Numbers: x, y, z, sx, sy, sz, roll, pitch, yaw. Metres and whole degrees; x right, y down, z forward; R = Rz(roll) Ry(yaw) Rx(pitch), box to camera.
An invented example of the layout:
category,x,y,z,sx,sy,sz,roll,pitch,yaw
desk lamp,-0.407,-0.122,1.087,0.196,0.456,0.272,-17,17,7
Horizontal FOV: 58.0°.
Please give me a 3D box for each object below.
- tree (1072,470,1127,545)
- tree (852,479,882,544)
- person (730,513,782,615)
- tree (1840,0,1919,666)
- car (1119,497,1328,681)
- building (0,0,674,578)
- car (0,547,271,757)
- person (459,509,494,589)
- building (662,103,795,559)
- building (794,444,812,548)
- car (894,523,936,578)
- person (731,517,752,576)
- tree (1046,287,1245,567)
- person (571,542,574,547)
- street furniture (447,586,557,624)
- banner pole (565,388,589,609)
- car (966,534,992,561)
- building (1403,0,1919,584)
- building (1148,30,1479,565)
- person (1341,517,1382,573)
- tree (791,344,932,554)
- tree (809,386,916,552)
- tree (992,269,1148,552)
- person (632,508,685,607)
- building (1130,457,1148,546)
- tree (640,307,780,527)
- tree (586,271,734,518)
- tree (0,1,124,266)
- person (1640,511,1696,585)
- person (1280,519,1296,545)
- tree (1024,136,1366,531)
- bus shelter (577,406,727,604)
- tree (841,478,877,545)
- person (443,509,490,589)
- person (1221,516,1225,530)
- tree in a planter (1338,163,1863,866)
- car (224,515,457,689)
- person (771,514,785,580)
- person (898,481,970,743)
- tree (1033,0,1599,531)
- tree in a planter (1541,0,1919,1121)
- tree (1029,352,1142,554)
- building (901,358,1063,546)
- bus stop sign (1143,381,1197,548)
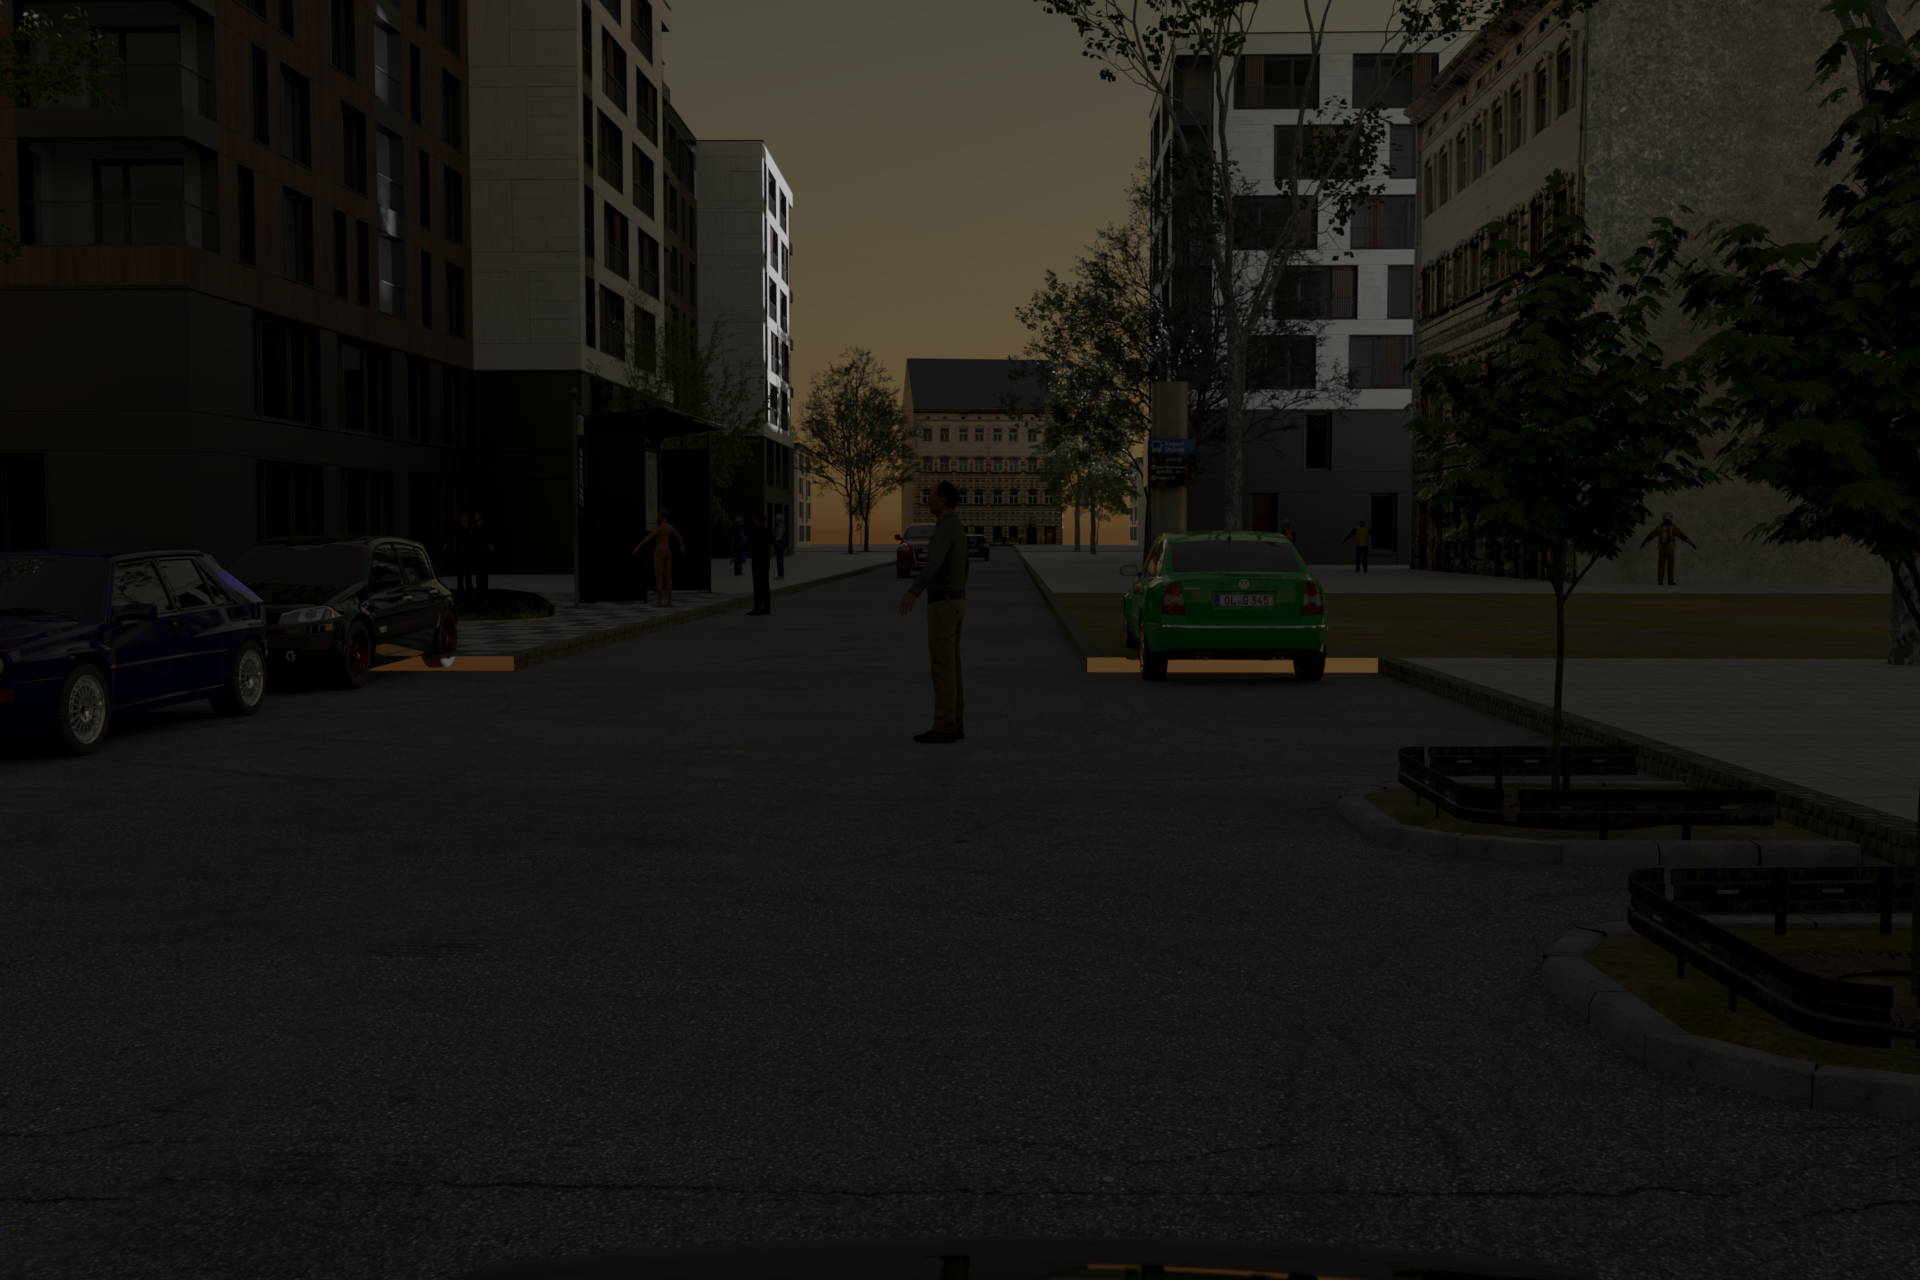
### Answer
category,x,y,z,sx,sy,sz,roll,pitch,yaw
tree,17.151,-17.005,212.441,7.601,10.594,8.767,1,4,11
tree,-11.228,-16.279,216.519,4.360,8.622,3.978,0,3,0
person,-3.549,-1.344,30.661,0.704,1.802,1.346,2,4,34
tree,9.575,-9.910,17.922,12.611,20.169,13.585,0,3,0
car,2.708,-0.584,18.339,1.959,1.807,4.718,0,4,2
building,-25.798,-12.730,52.111,27.936,21.610,32.646,0,4,2
car,-6.460,0.012,12.377,1.945,1.354,3.894,0,4,1
person,-10.305,-1.893,37.144,0.705,1.806,1.347,-3,5,-44
building,-24.173,-14.934,88.147,27.936,21.610,32.646,0,4,1
building,-19.228,-14.115,172.935,9.099,9.664,28.070,0,4,1
car,-1.030,-3.034,58.280,2.281,1.827,5.304,0,4,1
person,-6.764,-2.879,53.192,0.704,1.817,1.347,-2,4,-32
tree,7.058,-8.073,66.413,8.767,10.594,7.601,1,4,21
person,-10.561,-2.610,48.902,0.704,1.802,1.346,1,4,15
street furniture,-10.847,-0.527,24.240,10.072,0.657,5.734,-1,4,-11
banner pole,-6.600,-2.446,30.012,0.401,3.779,0.863,0,4,3
car,0.709,-5.087,92.955,2.009,1.686,4.222,0,4,0
building,25.346,-13.577,52.910,19.493,23.208,18.063,0,4,1
building,23.255,-14.855,86.859,27.936,21.610,32.646,0,4,2
person,13.377,-3.162,57.666,1.349,1.833,0.705,0,4,6
tree,-6.933,-12.293,111.361,12.009,13.543,11.850,0,3,0
tree,-6.763,-12.021,122.293,9.928,11.665,9.643,0,3,0
tree,8.329,-16.329,122.871,12.611,20.169,13.585,0,3,0
person,-5.306,-1.458,30.641,0.721,1.733,1.217,3,4,37
building,23.850,-15.087,188.814,9.099,9.664,28.070,0,4,2
tree,-8.354,-6.523,57.007,4.737,8.622,4.395,0,3,0
tree,-8.572,-6.027,48.898,4.360,8.622,3.978,0,3,0
tree,-12.323,-5.609,17.467,9.928,11.665,9.643,0,3,0
person,17.771,-2.310,43.530,1.354,1.858,0.705,3,4,39
person,10.657,-3.084,56.881,1.216,1.772,0.721,-3,5,-42
tree,7.116,-8.817,54.531,12.009,13.543,11.850,0,3,0
bus shelter,-6.140,-2.676,35.039,1.731,3.624,6.357,0,4,3
tree,-12.355,-15.993,211.851,4.737,8.622,4.395,0,3,0
person,-11.222,-2.041,39.305,0.705,1.837,1.347,3,4,36
person,7.744,-2.693,50.164,0.705,1.813,1.348,1,4,21
tree in a planter,2.925,-0.683,8.396,1.991,3.239,1.994,0,4,1
car,-6.372,-0.457,17.253,2.009,1.686,4.222,0,4,2
person,-5.124,-2.634,48.929,0.705,1.847,1.347,0,4,3
person,-0.128,-0.201,12.009,0.705,1.796,1.348,1,4,15
tree,7.211,-11.099,37.357,12.611,20.169,13.585,0,3,0
tree in a planter,2.842,-0.478,5.032,1.991,3.239,1.994,0,4,1
tree,8.002,-11.649,108.594,7.486,12.596,7.792,0,3,0
building,2.401,-23.393,215.868,18.063,23.208,19.493,0,4,-6
bus stop sign,3.650,-2.520,30.213,0.837,3.901,0.837,0,4,1
